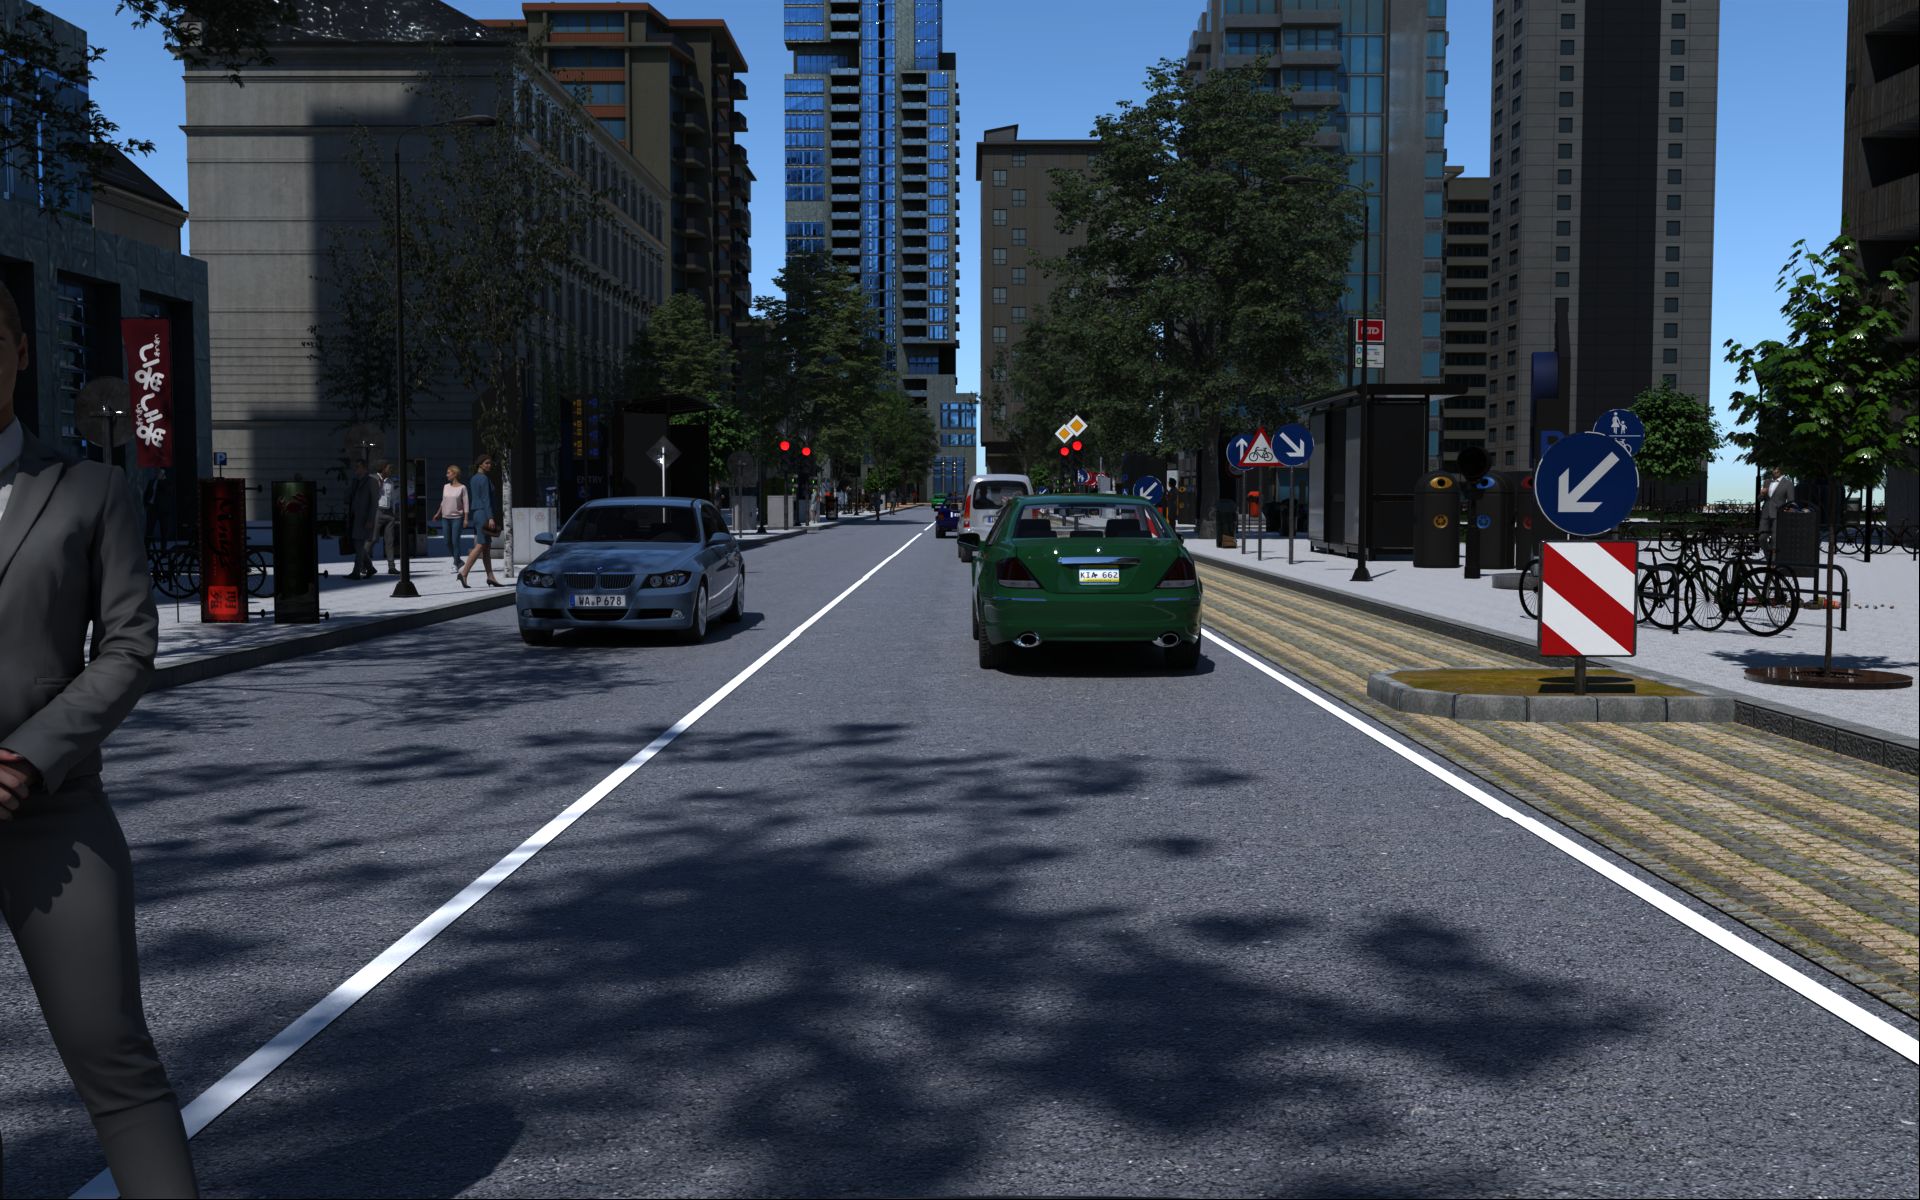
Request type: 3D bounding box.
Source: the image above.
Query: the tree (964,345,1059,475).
[{"bbox_3d":[7.394,-22.306,220.595,12.611,20.169,13.585,0,3,0],"label":"tree"}]

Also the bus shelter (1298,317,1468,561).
[{"bbox_3d":[8.611,-3.637,37.100,2.179,5.291,8.768,0,4,1],"label":"bus shelter"}]

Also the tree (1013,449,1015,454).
[{"bbox_3d":[7.436,-13.245,166.910,4.360,8.622,3.978,0,3,0],"label":"tree"}]

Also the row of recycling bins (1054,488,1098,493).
[{"bbox_3d":[7.558,-6.326,110.546,3.534,1.692,1.069,2,4,33],"label":"row of recycling bins"}]

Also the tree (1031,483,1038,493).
[{"bbox_3d":[6.994,-9.785,154.582,1.663,3.219,1.824,0,3,0],"label":"tree"}]

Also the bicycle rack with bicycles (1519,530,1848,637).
[{"bbox_3d":[7.147,-0.204,16.713,2.852,0.926,2.925,-1,4,-11],"label":"bicycle rack with bicycles"}]

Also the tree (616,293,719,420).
[{"bbox_3d":[-16.102,-11.023,98.349,7.486,12.596,7.792,0,3,0],"label":"tree"}]

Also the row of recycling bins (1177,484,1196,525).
[{"bbox_3d":[9.989,-3.985,72.267,1.069,1.692,3.534,-1,4,-11],"label":"row of recycling bins"}]

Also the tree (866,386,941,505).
[{"bbox_3d":[-6.569,-18.112,202.782,9.857,13.997,8.962,0,3,0],"label":"tree"}]

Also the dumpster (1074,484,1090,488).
[{"bbox_3d":[9.172,-7.922,132.023,1.502,2.255,1.985,0,4,0],"label":"dumpster"}]

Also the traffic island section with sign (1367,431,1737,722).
[{"bbox_3d":[3.864,-0.190,11.740,1.989,1.847,2.006,0,4,0],"label":"traffic island section with sign"}]

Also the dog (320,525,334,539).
[{"bbox_3d":[-17.931,-1.925,49.207,0.550,0.427,0.748,1,4,16],"label":"dog"}]

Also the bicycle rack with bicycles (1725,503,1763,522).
[{"bbox_3d":[33.187,-3.556,71.530,2.925,0.926,2.852,1,4,11],"label":"bicycle rack with bicycles"}]

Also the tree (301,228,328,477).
[{"bbox_3d":[-15.407,-5.834,45.755,4.360,8.622,3.978,0,3,0],"label":"tree"}]

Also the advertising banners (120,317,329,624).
[{"bbox_3d":[-7.286,-1.281,17.139,2.074,3.025,0.090,0,4,6],"label":"advertising banners"}]

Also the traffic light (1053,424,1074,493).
[{"bbox_3d":[4.156,-4.917,69.318,0.839,4.253,0.868,0,4,0],"label":"traffic light"}]

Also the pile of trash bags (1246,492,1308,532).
[{"bbox_3d":[11.111,-3.051,59.629,1.912,1.369,3.447,-2,4,-33],"label":"pile of trash bags"}]

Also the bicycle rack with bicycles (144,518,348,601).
[{"bbox_3d":[-9.670,-0.510,21.721,2.925,0.926,2.852,1,4,14],"label":"bicycle rack with bicycles"}]

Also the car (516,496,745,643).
[{"bbox_3d":[-3.324,-0.377,18.161,2.014,1.417,4.499,0,4,0],"label":"car"}]

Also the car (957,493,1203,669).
[{"bbox_3d":[1.044,-0.236,15.661,2.131,1.459,4.920,0,4,-1],"label":"car"}]

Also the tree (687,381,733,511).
[{"bbox_3d":[-17.594,-9.806,110.691,4.360,8.622,3.978,0,3,0],"label":"tree"}]

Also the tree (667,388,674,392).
[{"bbox_3d":[-16.884,-8.199,84.413,4.360,8.622,3.978,0,3,0],"label":"tree"}]

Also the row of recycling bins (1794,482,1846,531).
[{"bbox_3d":[30.088,-3.268,60.541,1.069,1.692,3.534,3,5,44],"label":"row of recycling bins"}]

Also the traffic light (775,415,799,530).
[{"bbox_3d":[-6.153,-4.432,61.378,0.839,4.253,0.868,0,4,0],"label":"traffic light"}]

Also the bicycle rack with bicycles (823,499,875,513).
[{"bbox_3d":[-7.242,-6.307,116.505,2.925,0.926,2.852,1,4,14],"label":"bicycle rack with bicycles"}]

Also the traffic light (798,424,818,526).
[{"bbox_3d":[-6.105,-4.920,69.363,0.839,4.253,0.868,0,4,0],"label":"traffic light"}]

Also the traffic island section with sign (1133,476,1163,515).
[{"bbox_3d":[4.021,-1.839,38.695,1.989,1.847,2.006,0,4,0],"label":"traffic island section with sign"}]

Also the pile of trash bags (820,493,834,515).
[{"bbox_3d":[-8.898,-5.825,104.989,1.912,1.369,3.447,3,4,38],"label":"pile of trash bags"}]

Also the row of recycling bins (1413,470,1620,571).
[{"bbox_3d":[9.432,-1.369,29.500,3.534,1.692,1.069,3,4,37],"label":"row of recycling bins"}]

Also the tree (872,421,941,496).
[{"bbox_3d":[-6.749,-17.164,215.037,8.767,10.594,7.601,-1,4,-19],"label":"tree"}]

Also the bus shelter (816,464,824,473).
[{"bbox_3d":[-9.787,-7.060,109.349,2.014,3.302,5.546,0,4,0],"label":"bus shelter"}]

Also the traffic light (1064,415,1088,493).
[{"bbox_3d":[4.108,-4.429,61.333,0.839,4.253,0.868,0,4,0],"label":"traffic light"}]

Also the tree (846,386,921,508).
[{"bbox_3d":[-7.273,-14.330,160.054,9.928,11.665,9.643,0,3,0],"label":"tree"}]

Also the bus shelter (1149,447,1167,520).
[{"bbox_3d":[9.441,-5.856,87.034,1.731,3.624,6.357,0,4,0],"label":"bus shelter"}]

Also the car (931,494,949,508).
[{"bbox_3d":[-1.968,-10.262,176.573,1.959,1.807,4.718,0,4,2],"label":"car"}]

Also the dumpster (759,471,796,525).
[{"bbox_3d":[-7.639,-4.254,72.042,1.502,2.255,1.985,0,4,0],"label":"dumpster"}]

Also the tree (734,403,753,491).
[{"bbox_3d":[-16.956,-10.474,121.620,4.360,8.622,3.978,0,3,0],"label":"tree"}]

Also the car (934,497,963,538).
[{"bbox_3d":[0.092,-2.740,57.386,1.945,1.354,3.894,0,4,1],"label":"car"}]

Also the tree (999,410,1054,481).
[{"bbox_3d":[7.713,-15.702,191.136,7.601,10.594,8.767,0,4,-2],"label":"tree"}]

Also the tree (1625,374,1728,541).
[{"bbox_3d":[19.411,-3.906,47.580,4.285,4.588,4.351,0,3,0],"label":"tree"}]

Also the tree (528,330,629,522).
[{"bbox_3d":[-18.062,-7.832,78.411,4.737,8.622,4.395,0,3,0],"label":"tree"}]

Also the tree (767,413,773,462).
[{"bbox_3d":[-16.613,-11.729,142.125,4.360,8.622,3.978,0,3,0],"label":"tree"}]

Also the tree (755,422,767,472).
[{"bbox_3d":[-17.499,-11.134,132.397,4.360,8.622,3.978,0,3,0],"label":"tree"}]

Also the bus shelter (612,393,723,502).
[{"bbox_3d":[-7.244,-3.189,43.431,1.731,3.624,6.357,0,4,1],"label":"bus shelter"}]

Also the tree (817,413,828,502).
[{"bbox_3d":[-10.792,-11.040,130.858,4.737,8.622,4.395,0,3,0],"label":"tree"}]

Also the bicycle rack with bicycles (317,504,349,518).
[{"bbox_3d":[-21.314,-2.924,61.193,2.852,0.926,2.925,1,4,19],"label":"bicycle rack with bicycles"}]
